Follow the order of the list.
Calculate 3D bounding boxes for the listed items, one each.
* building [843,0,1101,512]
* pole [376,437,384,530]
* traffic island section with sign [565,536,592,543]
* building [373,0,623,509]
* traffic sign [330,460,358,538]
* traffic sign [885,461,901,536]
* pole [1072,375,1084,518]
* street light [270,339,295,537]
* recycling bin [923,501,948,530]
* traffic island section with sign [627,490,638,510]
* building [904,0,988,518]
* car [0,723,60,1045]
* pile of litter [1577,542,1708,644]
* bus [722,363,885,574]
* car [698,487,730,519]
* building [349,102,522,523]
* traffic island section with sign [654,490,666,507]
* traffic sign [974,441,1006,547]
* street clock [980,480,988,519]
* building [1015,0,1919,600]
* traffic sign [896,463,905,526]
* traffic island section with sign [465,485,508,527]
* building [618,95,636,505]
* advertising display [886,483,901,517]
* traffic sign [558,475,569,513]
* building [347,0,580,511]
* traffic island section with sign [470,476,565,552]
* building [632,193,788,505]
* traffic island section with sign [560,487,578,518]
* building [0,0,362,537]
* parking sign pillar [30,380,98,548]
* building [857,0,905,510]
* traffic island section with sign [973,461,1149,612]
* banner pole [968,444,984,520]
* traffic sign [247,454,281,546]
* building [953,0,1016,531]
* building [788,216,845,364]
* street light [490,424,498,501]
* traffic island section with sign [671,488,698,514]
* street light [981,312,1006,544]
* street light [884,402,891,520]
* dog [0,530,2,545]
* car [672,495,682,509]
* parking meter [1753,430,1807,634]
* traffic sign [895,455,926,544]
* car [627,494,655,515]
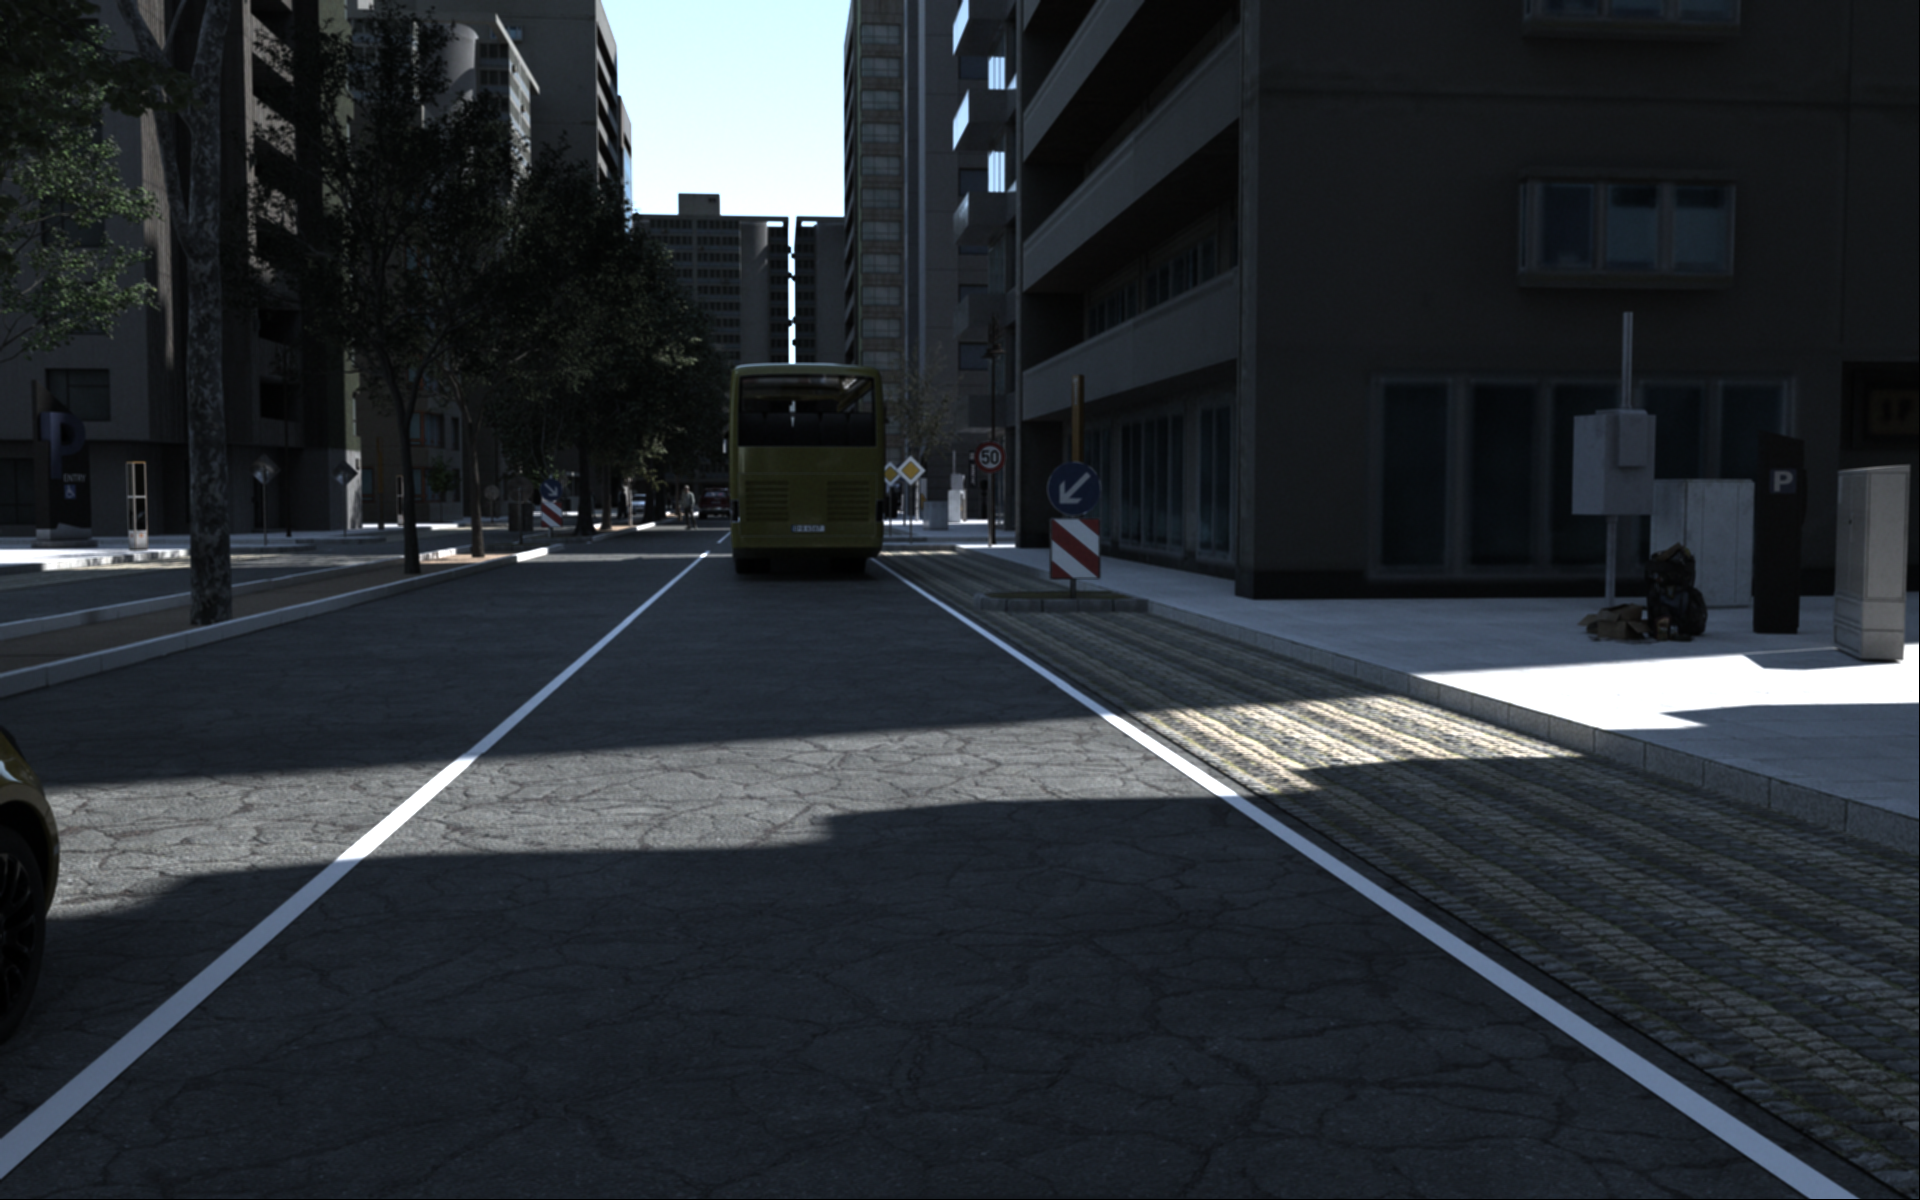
[{"bbox_3d":[0.306,-32.880,161.284,21.300,48.544,21.600,0,4,-6],"label":"building"},{"bbox_3d":[-20.797,-4.177,62.131,0.158,3.312,0.155,0,3,0],"label":"pole"},{"bbox_3d":[-11.990,-2.634,51.203,2.006,1.907,1.989,0,4,-6],"label":"traffic island section with sign"},{"bbox_3d":[-42.926,-32.728,158.806,21.300,48.544,21.600,0,4,-6],"label":"building"},{"bbox_3d":[-18.073,-2.887,50.840,0.795,2.450,0.064,0,4,-6],"label":"traffic sign"},{"bbox_3d":[-2.117,-2.989,52.517,0.795,2.450,0.064,0,4,-6],"label":"traffic sign"},{"bbox_3d":[2.022,-2.197,29.760,0.158,3.312,0.155,0,3,0],"label":"pole"},{"bbox_3d":[-20.111,-4.827,51.717,0.468,5.910,1.993,0,4,-6],"label":"street light"},{"bbox_3d":[-0.873,-3.007,61.719,0.722,1.027,0.722,-1,4,-22],"label":"recycling bin"},{"bbox_3d":[-28.578,-8.776,152.120,1.989,1.847,2.006,0,4,-6],"label":"traffic island section with sign"},{"bbox_3d":[7.138,-34.386,104.216,21.231,58.520,28.212,0,4,-6],"label":"building"},{"bbox_3d":[-3.209,0.429,3.214,2.015,1.641,3.980,0,4,-5],"label":"car"},{"bbox_3d":[6.120,-0.100,15.593,1.719,0.858,1.176,-3,5,-41],"label":"pile of litter"},{"bbox_3d":[-3.266,-2.605,34.144,2.896,3.916,12.252,0,4,-7],"label":"bus"},{"bbox_3d":[-13.947,-5.571,99.758,2.281,1.827,5.304,0,4,-5],"label":"car"},{"bbox_3d":[-39.083,-14.979,89.939,27.650,21.520,28.899,0,4,-6],"label":"building"},{"bbox_3d":[-31.441,-10.416,178.923,1.989,1.847,2.006,0,4,-6],"label":"traffic island section with sign"},{"bbox_3d":[0.727,-2.554,41.863,0.768,2.556,0.104,0,4,3],"label":"traffic sign"},{"bbox_3d":[1.237,-5.129,88.433,0.471,2.002,0.358,-2,4,-24],"label":"street clock"},{"bbox_3d":[13.039,-24.916,31.084,21.300,48.544,21.600,0,4,-6],"label":"building"},{"bbox_3d":[-2.239,-4.256,69.690,0.768,2.556,0.104,0,4,1],"label":"traffic sign"},{"bbox_3d":[-20.386,-4.084,75.398,1.989,1.847,2.006,0,4,-6],"label":"traffic island section with sign"},{"bbox_3d":[-43.612,-33.051,190.491,14.200,45.320,14.600,0,4,-6],"label":"building"},{"bbox_3d":[-3.765,-5.654,97.653,0.974,1.923,0.123,1,4,23],"label":"advertising display"},{"bbox_3d":[-26.891,-7.171,117.351,0.768,2.556,0.104,0,4,2],"label":"traffic sign"},{"bbox_3d":[-46.680,-27.099,134.954,32.217,40.220,23.993,0,4,-6],"label":"building"},{"bbox_3d":[-11.213,-2.183,43.836,2.006,1.907,1.989,0,4,-6],"label":"traffic island section with sign"},{"bbox_3d":[-33.982,-32.695,226.444,23.993,40.220,32.217,0,4,-6],"label":"building"},{"bbox_3d":[-23.257,-5.723,102.201,1.989,1.847,2.006,0,4,-6],"label":"traffic island section with sign"},{"bbox_3d":[-28.713,-17.426,56.616,14.160,30.474,14.107,0,4,-6],"label":"building"},{"bbox_3d":[-21.516,-3.244,41.504,1.447,3.967,1.447,1,4,16],"label":"parking sign pillar"},{"bbox_3d":[-1.461,-28.097,142.976,14.154,41.232,14.086,0,4,-6],"label":"building"},{"bbox_3d":[1.201,-0.804,21.780,1.989,1.847,2.006,0,4,-6],"label":"traffic island section with sign"},{"bbox_3d":[0.789,-5.943,87.180,0.863,3.779,0.401,2,4,32],"label":"banner pole"},{"bbox_3d":[-17.225,-2.401,42.900,0.795,2.450,0.064,0,4,-6],"label":"traffic sign"},{"bbox_3d":[14.929,-27.243,65.032,30.456,49.044,23.786,0,4,-6],"label":"building"},{"bbox_3d":[-10.069,-32.819,228.464,23.993,40.220,32.217,0,4,-6],"label":"building"},{"bbox_3d":[-24.493,-7.262,91.515,0.468,5.910,1.993,0,4,-6],"label":"street light"},{"bbox_3d":[-19.979,-7.204,125.917,2.006,1.907,1.989,0,4,-6],"label":"traffic island section with sign"},{"bbox_3d":[0.848,-4.365,44.154,0.468,5.910,1.993,0,4,-6],"label":"street light"},{"bbox_3d":[-3.736,-6.962,86.617,0.468,5.910,1.993,0,4,-6],"label":"street light"},{"bbox_3d":[-24.690,-1.524,44.211,0.406,0.507,0.540,-2,4,-29],"label":"dog"},{"bbox_3d":[-26.938,-9.508,168.040,1.945,1.354,3.894,0,4,-4],"label":"car"},{"bbox_3d":[7.556,-0.626,15.950,0.399,1.863,0.255,1,4,16],"label":"parking meter"},{"bbox_3d":[-1.269,-2.504,44.577,0.795,2.450,0.064,0,4,-6],"label":"traffic sign"},{"bbox_3d":[-21.964,-6.600,119.915,2.014,1.417,4.499,0,4,-5],"label":"car"}]
